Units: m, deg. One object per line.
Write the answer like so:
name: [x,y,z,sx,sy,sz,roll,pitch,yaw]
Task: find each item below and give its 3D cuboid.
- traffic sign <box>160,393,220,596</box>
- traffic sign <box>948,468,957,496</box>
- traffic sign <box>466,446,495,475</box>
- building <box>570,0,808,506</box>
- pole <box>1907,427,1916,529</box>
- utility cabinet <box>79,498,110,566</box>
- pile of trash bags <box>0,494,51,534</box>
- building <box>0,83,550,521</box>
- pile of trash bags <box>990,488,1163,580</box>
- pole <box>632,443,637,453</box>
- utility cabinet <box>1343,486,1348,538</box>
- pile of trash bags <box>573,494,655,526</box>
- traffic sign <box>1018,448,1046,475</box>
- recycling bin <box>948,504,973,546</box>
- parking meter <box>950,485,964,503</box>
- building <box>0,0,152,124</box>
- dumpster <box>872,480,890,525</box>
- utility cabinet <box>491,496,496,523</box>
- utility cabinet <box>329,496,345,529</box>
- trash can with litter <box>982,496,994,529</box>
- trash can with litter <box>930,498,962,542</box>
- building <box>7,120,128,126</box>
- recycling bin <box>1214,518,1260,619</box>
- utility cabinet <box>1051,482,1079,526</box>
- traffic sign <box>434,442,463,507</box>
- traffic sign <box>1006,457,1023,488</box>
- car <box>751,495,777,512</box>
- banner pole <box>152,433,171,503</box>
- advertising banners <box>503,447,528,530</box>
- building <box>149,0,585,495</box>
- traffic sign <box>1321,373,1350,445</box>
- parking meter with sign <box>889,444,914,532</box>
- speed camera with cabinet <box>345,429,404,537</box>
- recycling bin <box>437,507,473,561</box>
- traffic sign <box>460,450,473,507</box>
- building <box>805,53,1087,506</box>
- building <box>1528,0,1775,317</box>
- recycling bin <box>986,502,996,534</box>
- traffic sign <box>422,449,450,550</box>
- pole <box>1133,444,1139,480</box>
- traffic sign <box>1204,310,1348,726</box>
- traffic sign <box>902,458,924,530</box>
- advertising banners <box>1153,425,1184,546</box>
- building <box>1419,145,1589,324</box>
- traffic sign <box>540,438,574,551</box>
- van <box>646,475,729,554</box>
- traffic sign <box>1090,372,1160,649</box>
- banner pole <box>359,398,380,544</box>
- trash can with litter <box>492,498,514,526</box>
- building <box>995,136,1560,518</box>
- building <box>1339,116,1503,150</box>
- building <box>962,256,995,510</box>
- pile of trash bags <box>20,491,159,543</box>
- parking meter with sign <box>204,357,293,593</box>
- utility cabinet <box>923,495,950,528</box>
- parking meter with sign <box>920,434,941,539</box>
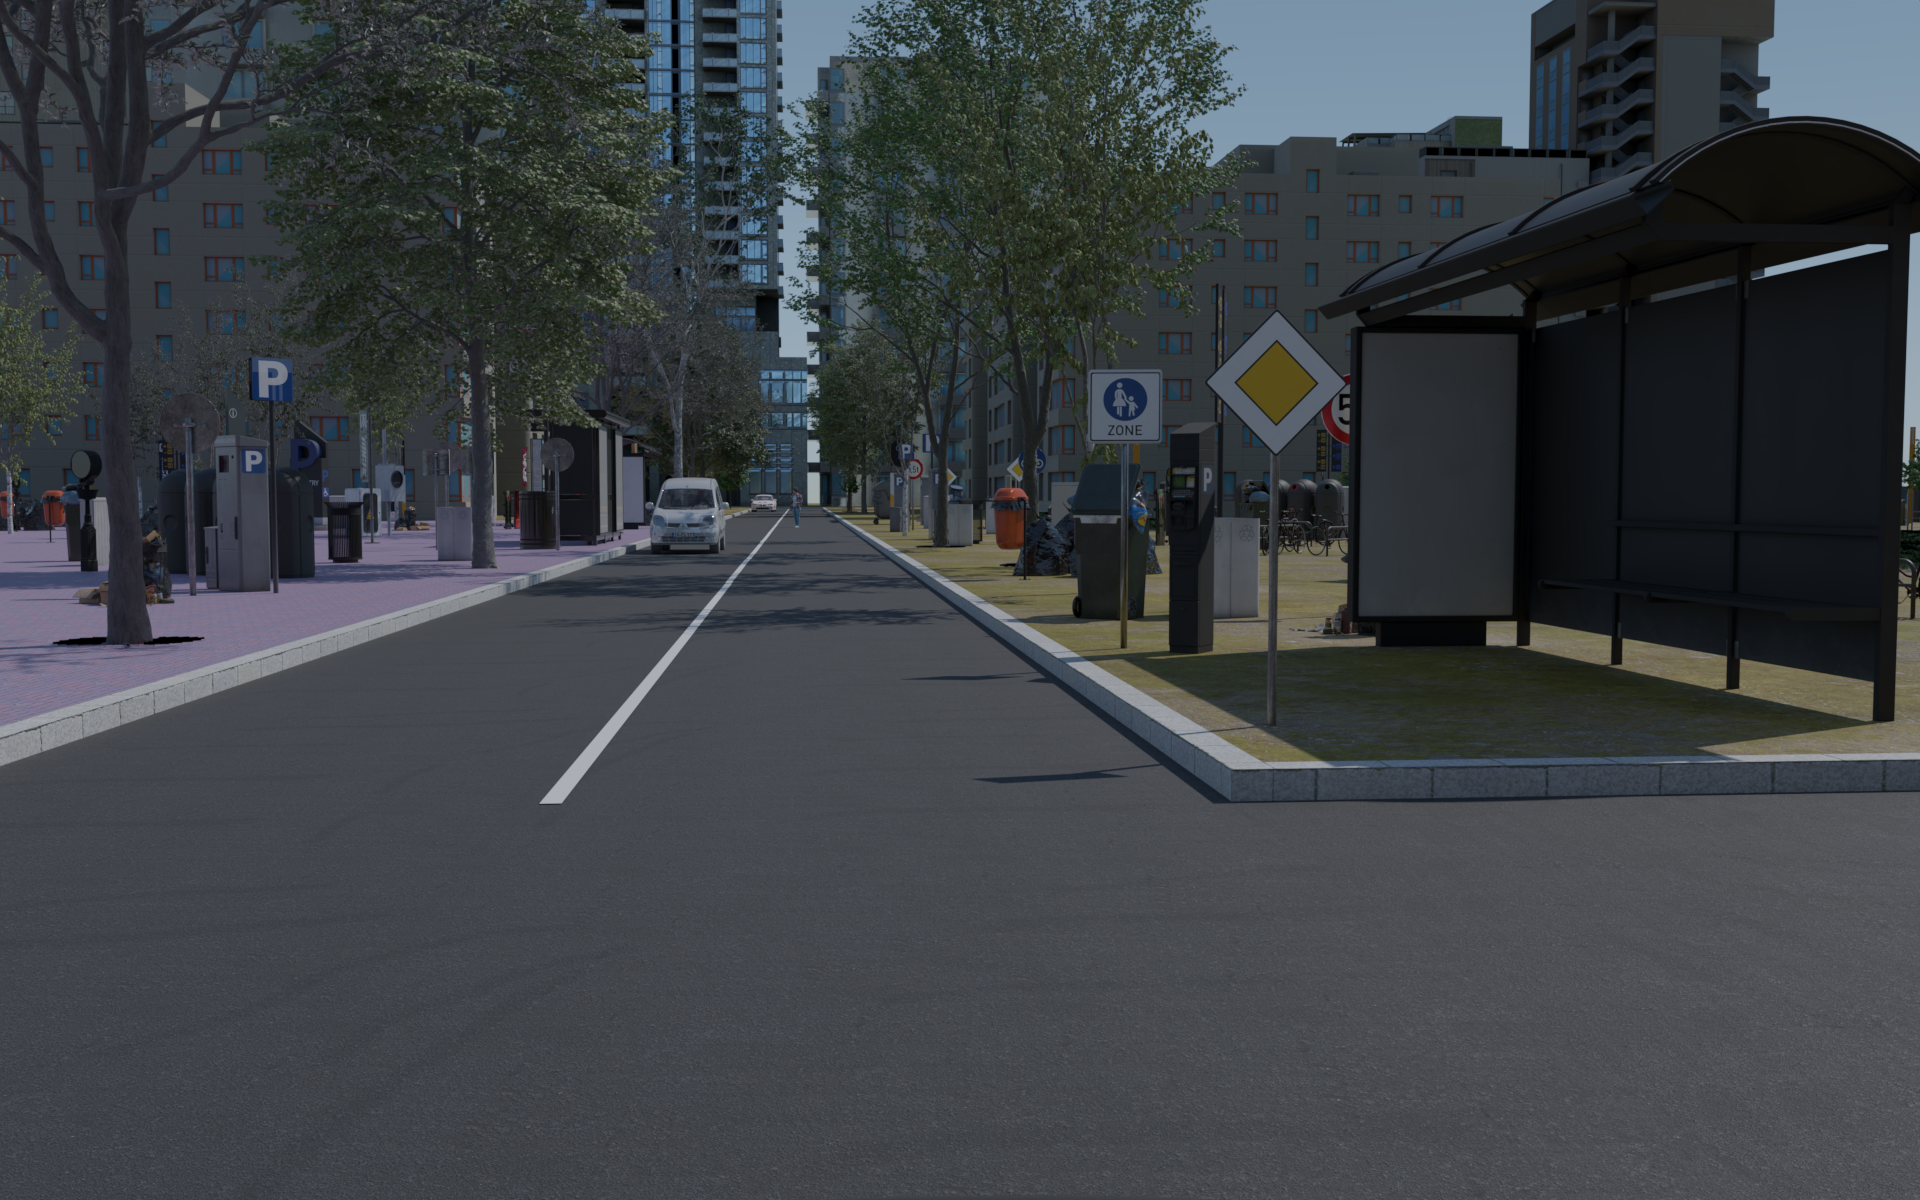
traffic sign: [-9.691,-1.327,21.808,0.768,2.556,0.104,0,4,1]
traffic sign: [-0.531,-4.636,76.988,0.795,2.450,0.064,0,4,-4]
traffic sign: [-10.187,-2.120,36.798,0.606,2.300,0.079,0,4,1]
building: [-32.182,-53.424,186.146,31.000,86.520,22.319,0,4,-5]
pole: [28.897,-3.595,52.615,0.158,3.312,0.155,0,3,0]
utility cabinet: [-15.392,-1.228,31.234,0.306,1.237,1.020,1,4,10]
pile of trash bags: [-32.837,-3.097,60.392,1.912,1.369,3.447,-1,4,-16]
building: [-38.918,-15.351,96.033,27.650,21.520,28.899,0,4,-5]
pile of trash bags: [1.631,-1.060,27.082,1.912,1.369,3.447,3,4,37]
pole: [-12.780,-4.539,68.054,0.158,3.312,0.155,0,3,0]
utility cabinet: [11.489,-2.515,49.793,1.173,1.500,0.318,0,4,5]
pile of trash bags: [-13.950,-3.655,69.517,3.447,1.369,1.912,-3,4,-36]
traffic sign: [1.942,-2.855,46.787,0.768,2.556,0.104,0,4,-5]
recycling bin: [-0.096,-1.856,42.897,0.722,1.027,0.722,-1,4,-10]
parking meter: [-0.086,-2.417,47.921,0.372,1.533,0.369,0,3,0]
building: [-84.730,-36.462,185.393,27.495,52.752,28.713,0,4,-5]
dumpster: [-3.039,-4.118,73.093,1.264,1.857,1.865,0,4,-5]
utility cabinet: [-21.092,-4.073,77.749,0.306,1.237,1.020,0,4,-3]
utility cabinet: [-23.143,-3.267,64.571,1.020,1.237,0.306,2,4,26]
trash can with litter: [1.508,-3.191,63.234,2.233,1.210,1.678,-3,5,-39]
trash can with litter: [-0.285,-2.119,46.040,0.624,1.170,1.055,3,4,36]
building: [-68.312,-22.385,137.699,14.107,30.474,14.160,0,4,-5]
recycling bin: [2.671,-0.346,18.208,0.722,1.027,0.722,-1,4,-19]
utility cabinet: [2.213,-1.444,32.287,0.318,1.500,1.173,-3,4,-39]
traffic sign: [-12.445,-2.565,42.038,0.768,2.556,0.104,0,4,-3]
traffic sign: [1.809,-3.163,52.907,0.795,2.450,0.064,0,4,1]
car: [-15.854,-7.813,140.101,2.083,1.381,4.827,0,4,-3]
banner pole: [-32.599,-4.933,70.676,0.863,3.779,0.401,-2,4,-32]
advertising banners: [-16.265,-4.117,63.499,0.090,3.025,2.074,1,4,11]
building: [-45.165,-31.446,133.753,30.456,49.044,23.786,0,4,-5]
traffic sign: [4.166,-1.110,18.249,0.768,2.556,0.104,0,4,0]
parking meter with sign: [-2.007,-3.836,58.975,0.543,3.016,1.738,1,4,11]
speed camera with cabinet: [-17.640,-3.540,52.218,0.660,3.252,2.038,1,4,21]
recycling bin: [-9.657,-1.287,33.590,0.722,1.027,0.722,1,4,9]
traffic sign: [-12.874,-2.787,45.673,0.768,2.556,0.104,0,4,-1]
building: [-1.633,-34.926,190.640,30.456,49.044,23.786,0,4,-5]
building: [57.807,-30.391,146.995,14.200,45.320,14.600,0,4,-5]
recycling bin: [1.261,-2.634,55.614,0.722,1.027,0.722,1,4,15]
traffic sign: [-11.952,-2.288,39.534,0.606,2.300,0.079,0,4,-3]
pole: [5.471,-3.669,53.837,0.158,3.312,0.155,0,3,0]
traffic sign: [1.725,-0.360,9.537,0.795,2.450,0.064,0,4,-5]
traffic sign: [-1.668,-3.744,61.318,0.768,2.556,0.104,0,4,1]
advertising banners: [5.356,-2.893,43.489,0.090,3.025,2.074,2,4,33]
building: [43.574,-22.977,147.382,14.107,30.474,14.160,0,4,-5]
traffic sign: [-9.144,-2.398,39.318,0.768,2.556,0.104,0,4,-1]
van: [-6.716,-2.196,42.919,2.013,2.044,4.112,0,4,-5]
traffic sign: [1.360,-0.746,14.323,0.606,2.300,0.079,0,4,4]
banner pole: [-15.438,-3.368,45.091,0.401,3.779,0.863,-3,5,-43]
trash can with litter: [-18.416,-3.590,69.761,1.678,1.210,2.233,2,4,35]
building: [17.747,-16.101,108.289,27.650,21.520,28.899,0,4,-5]
building: [49.797,-30.995,190.370,14.086,41.232,14.154,0,4,-5]
building: [15.298,-17.859,137.031,27.650,21.520,28.899,0,4,-5]
pile of trash bags: [-22.590,-2.212,45.922,3.447,1.369,1.912,0,4,-1]
parking meter with sign: [-9.455,-1.626,22.853,1.738,3.016,0.543,3,5,42]
utility cabinet: [-0.882,-3.260,64.459,1.020,1.237,0.306,3,4,36]
parking meter with sign: [-0.670,-3.238,49.206,0.543,3.016,1.738,-1,4,-10]
